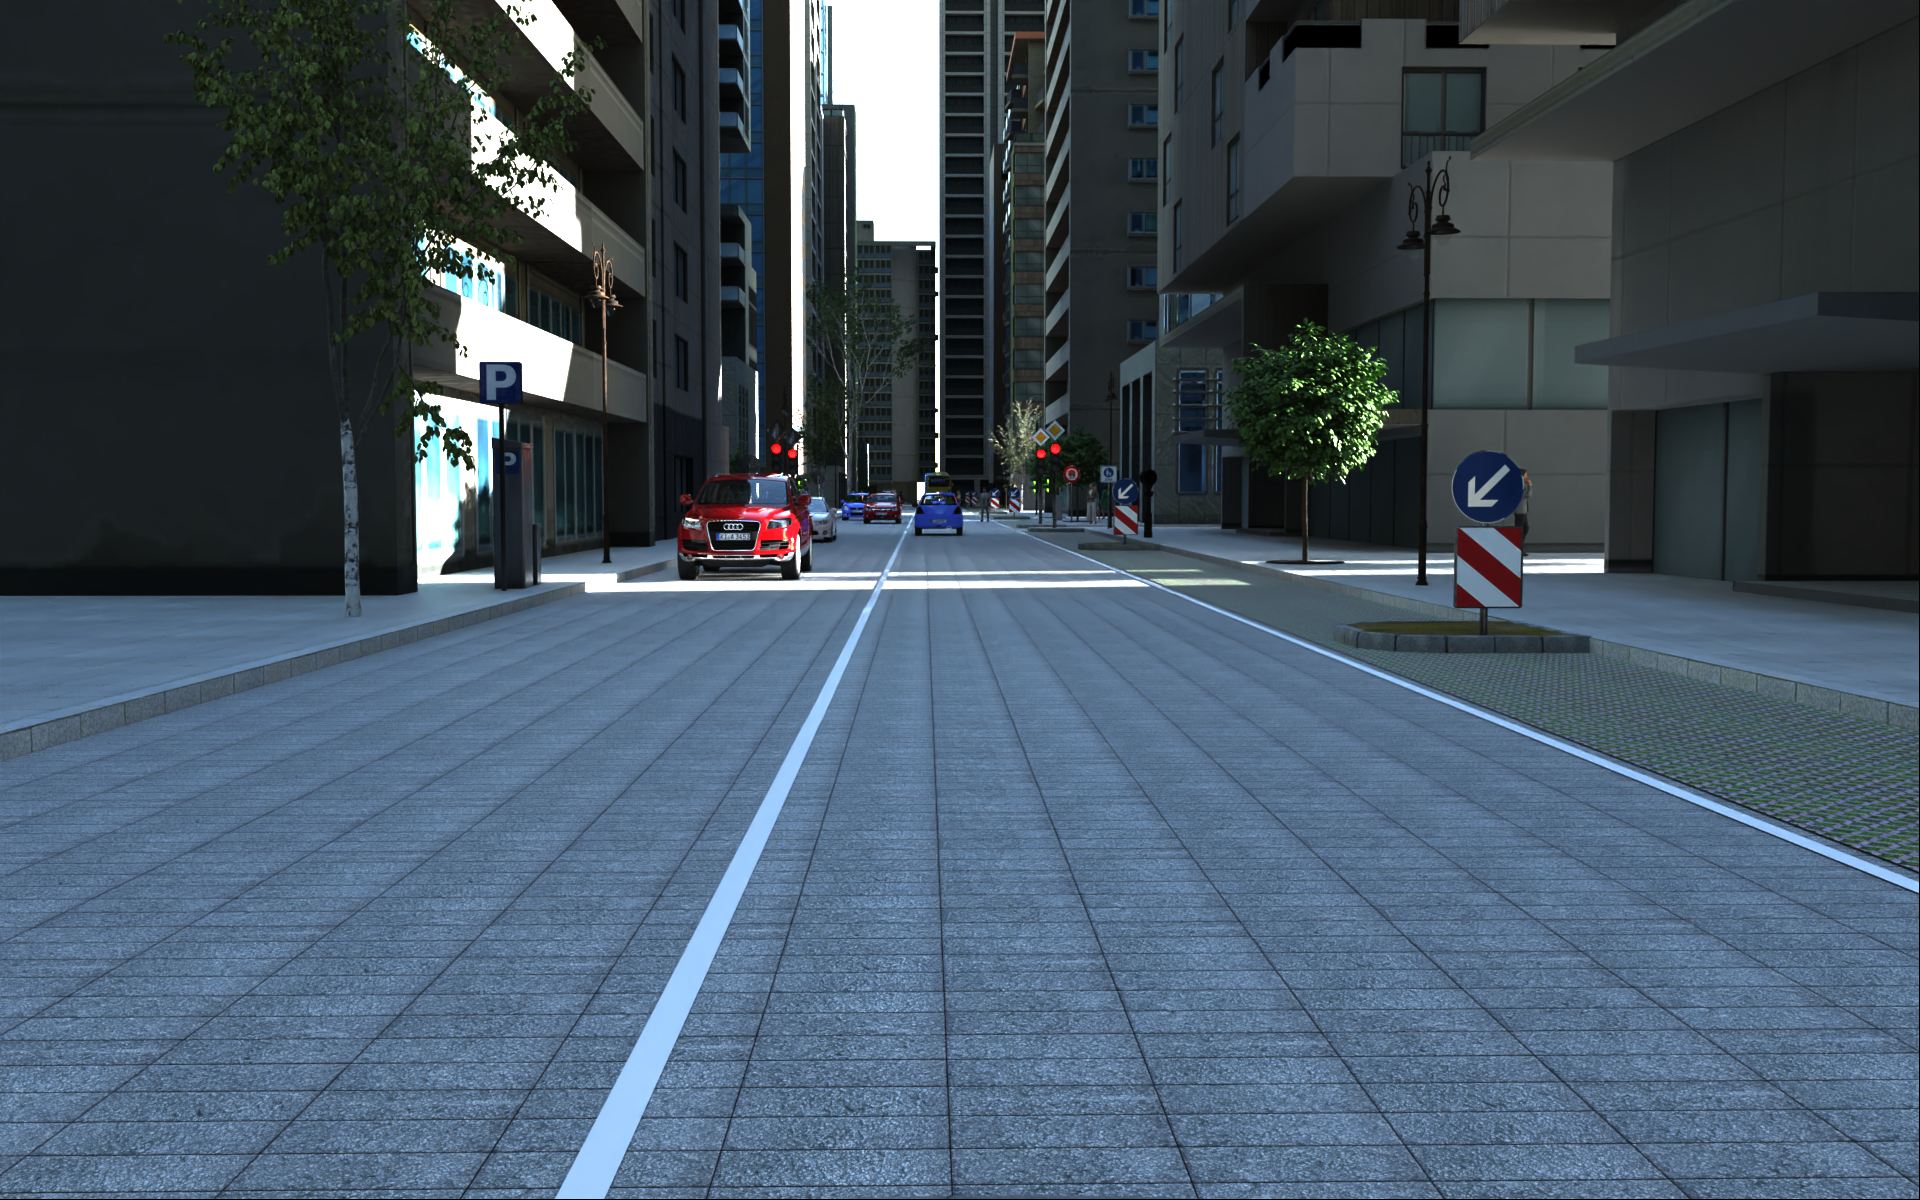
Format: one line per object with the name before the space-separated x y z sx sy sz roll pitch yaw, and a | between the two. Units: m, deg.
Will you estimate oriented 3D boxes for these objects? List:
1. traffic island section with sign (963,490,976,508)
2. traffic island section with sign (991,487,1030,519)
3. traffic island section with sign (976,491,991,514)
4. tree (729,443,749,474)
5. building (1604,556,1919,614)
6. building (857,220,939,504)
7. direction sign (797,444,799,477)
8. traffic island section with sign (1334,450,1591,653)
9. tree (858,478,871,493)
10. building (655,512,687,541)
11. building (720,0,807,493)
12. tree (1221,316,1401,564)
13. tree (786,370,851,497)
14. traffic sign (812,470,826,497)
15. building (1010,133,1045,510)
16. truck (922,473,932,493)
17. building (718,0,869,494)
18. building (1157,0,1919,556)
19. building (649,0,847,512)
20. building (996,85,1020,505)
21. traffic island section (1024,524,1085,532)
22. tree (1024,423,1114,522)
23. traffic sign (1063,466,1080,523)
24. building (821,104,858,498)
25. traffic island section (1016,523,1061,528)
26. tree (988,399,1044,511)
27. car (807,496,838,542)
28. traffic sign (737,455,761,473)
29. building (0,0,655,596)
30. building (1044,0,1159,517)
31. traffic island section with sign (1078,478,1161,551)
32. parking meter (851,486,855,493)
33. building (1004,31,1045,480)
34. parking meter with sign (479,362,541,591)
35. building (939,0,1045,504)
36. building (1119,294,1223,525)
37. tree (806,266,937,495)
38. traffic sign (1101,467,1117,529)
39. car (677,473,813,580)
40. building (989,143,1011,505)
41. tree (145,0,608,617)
traffic island section with sign | 1.328 -10.229 175.871 1.989 1.847 2.006 0 4 -1
traffic island section with sign | 2.941 -5.487 98.334 1.989 1.847 2.006 0 4 -1
traffic island section with sign | 2.381 -7.144 125.426 1.989 1.847 2.006 0 4 -1
tree | -8.410 -4.297 64.850 1.663 3.219 1.824 0 3 0
building | 21.833 -26.020 14.663 28.713 52.752 27.495 0 4 -1
building | -15.064 -34.038 248.396 23.993 40.220 32.217 0 4 -1
direction sign | -7.355 -5.293 78.533 0.379 3.537 0.876 0 4 -2
traffic island section with sign | 4.647 -0.477 16.430 1.989 1.847 2.006 0 4 -1
tree | -10.899 -12.621 200.955 1.663 3.219 1.824 0 3 0
building | -18.558 -37.483 51.098 20.611 71.187 20.563 0 4 -1
building | -18.649 -29.103 125.943 14.600 45.320 14.200 0 4 -1
tree | 6.506 -2.962 32.148 4.285 4.588 4.351 0 3 0
tree | -8.285 -9.333 102.955 4.737 8.622 4.395 0 3 0
traffic sign | -7.561 -5.660 92.654 0.768 2.556 0.104 1 4 8
building | 11.058 -22.636 141.798 14.160 30.474 14.107 0 4 -1
truck | -3.020 -13.814 215.624 2.967 4.110 18.799 0 4 -3
building | -27.118 -54.905 210.370 31.000 86.520 22.319 0 4 -1
building | 20.918 -28.186 50.080 28.713 52.752 27.495 0 4 -1
building | -20.948 -44.012 157.844 20.563 71.187 20.611 0 4 -1
building | 16.264 -35.125 193.909 23.786 49.044 30.456 0 4 -1
traffic island section | 3.614 -2.659 65.757 2.009 0.180 2.903 0 4 -1
tree | 5.443 -5.919 80.486 4.285 4.588 4.351 0 3 0
traffic sign | 5.038 -4.768 78.070 0.768 2.556 0.104 0 4 4
building | -17.742 -30.139 176.359 14.154 41.232 14.086 0 4 -1
traffic island section | 3.448 -3.147 73.740 2.009 0.180 2.903 0 4 -1
tree | 4.518 -11.103 131.893 4.360 8.622 3.978 0 3 0
car | -4.748 -2.476 52.847 2.083 1.381 4.827 0 4 -2
traffic sign | -6.795 -3.409 55.837 0.768 2.556 0.104 0 4 3
building | -17.971 -24.891 30.675 21.300 48.544 21.600 0 4 -1
building | 16.652 -29.615 107.906 21.300 48.544 21.600 0 4 -1
traffic island section with sign | 4.066 -2.199 44.587 1.989 1.847 2.006 0 4 -1
parking meter | -8.198 -7.780 132.916 0.255 1.863 0.399 0 4 4
building | 15.591 -31.180 164.413 22.147 44.769 28.867 0 4 -1
parking meter with sign | -6.099 -1.678 23.703 0.543 3.016 1.738 0 4 -4
building | 7.339 -49.207 242.791 20.611 71.187 20.563 0 4 -1
building | 23.441 -47.040 81.780 31.000 86.520 22.319 0 4 -1
tree | -8.085 -17.503 142.065 12.611 20.169 13.585 0 3 0
traffic sign | 5.399 -3.722 62.977 0.606 2.300 0.079 0 4 2
car | -3.740 -1.349 30.737 2.281 1.827 5.304 0 4 -1
building | 10.830 -34.638 216.445 14.600 45.320 14.200 0 4 -1
tree | -6.117 -4.124 17.798 4.737 8.622 4.395 0 3 0
